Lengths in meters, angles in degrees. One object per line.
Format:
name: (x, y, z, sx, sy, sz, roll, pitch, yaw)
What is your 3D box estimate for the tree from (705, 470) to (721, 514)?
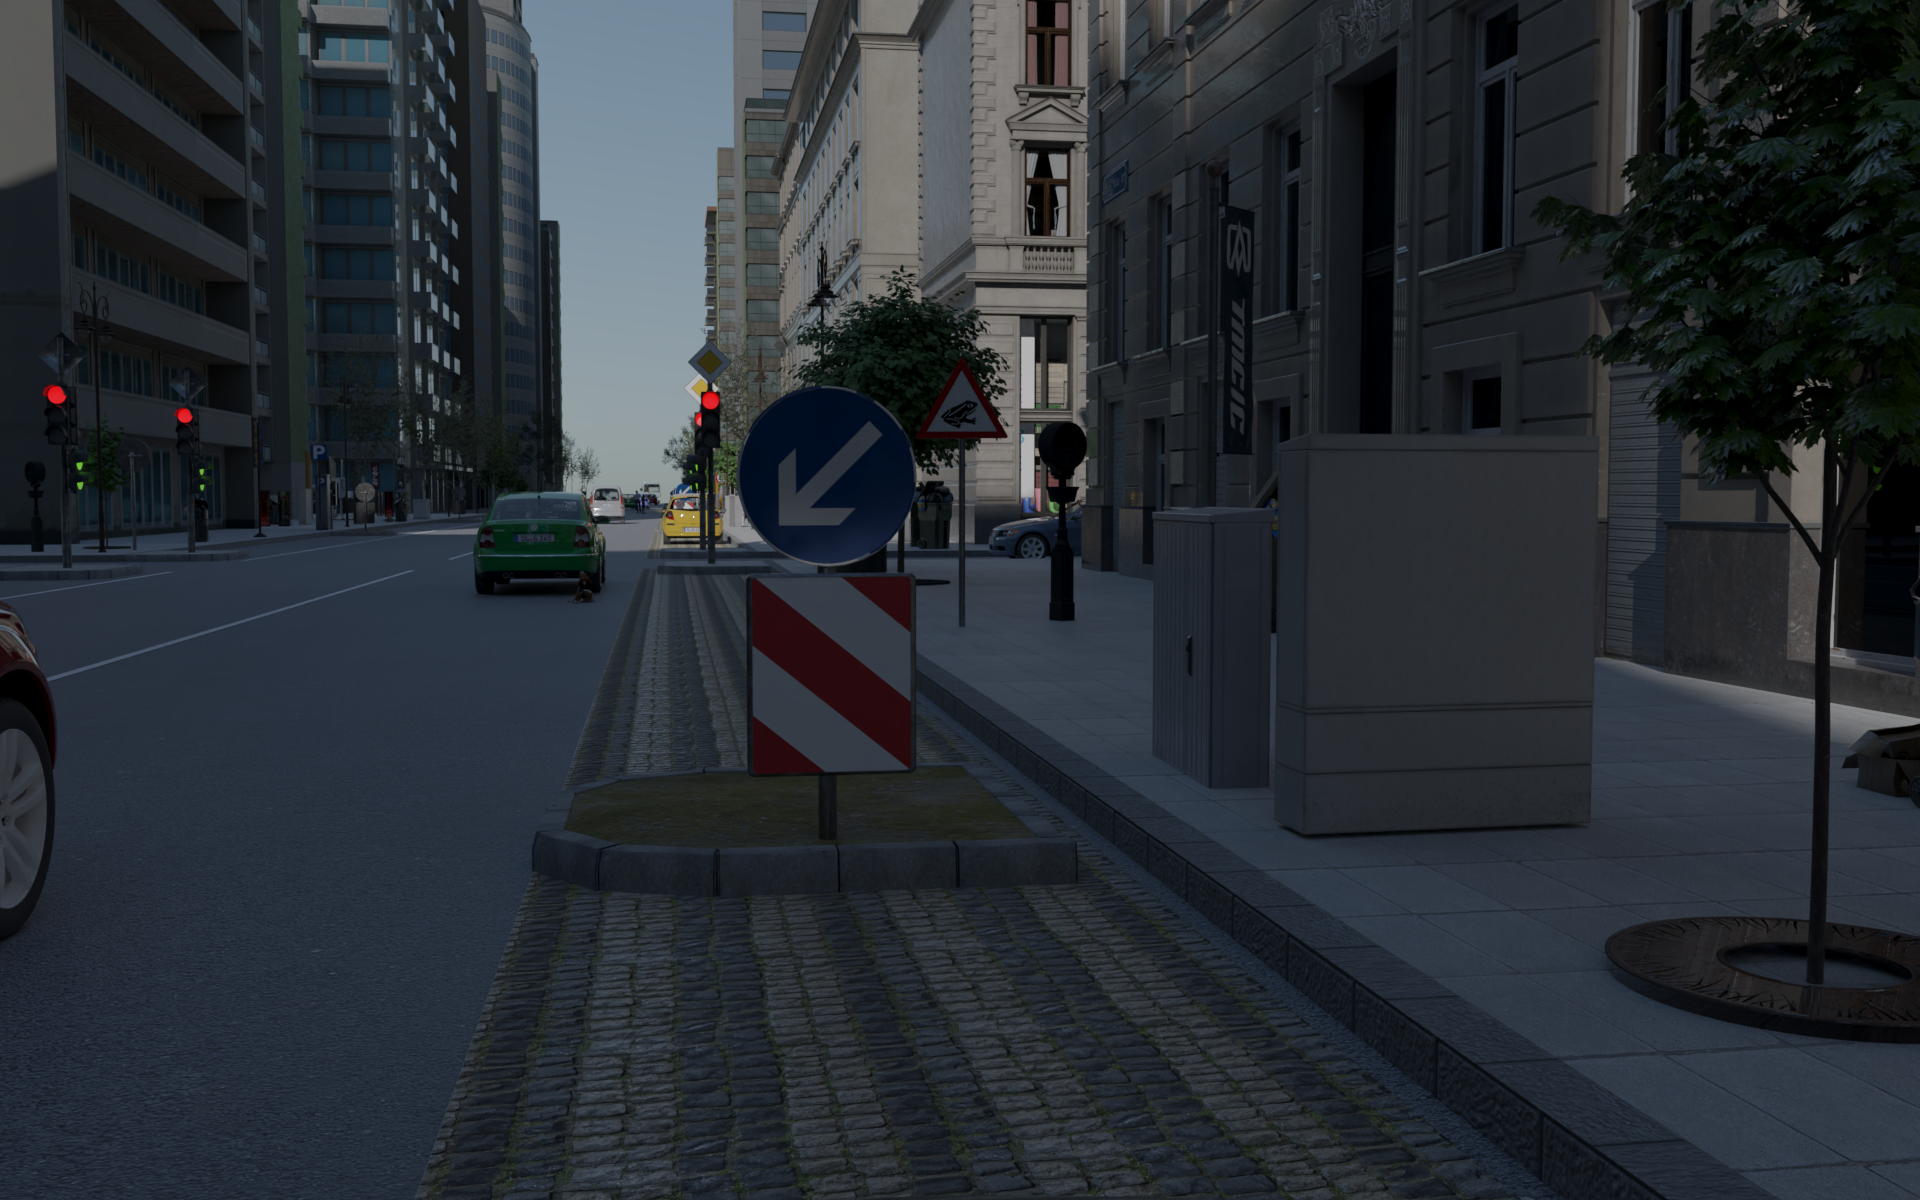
tree: (-15.865, -7.143, 111.395, 1.663, 3.219, 1.824, 0, 3, 0)

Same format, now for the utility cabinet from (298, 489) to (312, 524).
utility cabinet: (-27.587, -3.929, 72.915, 0.318, 1.500, 1.173, -1, 4, -10)

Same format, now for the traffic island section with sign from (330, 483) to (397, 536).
traffic island section with sign: (-20.571, -3.133, 59.857, 1.989, 1.847, 2.006, -1, 4, -10)

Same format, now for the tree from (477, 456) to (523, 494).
tree: (-35.296, -9.128, 132.959, 4.285, 4.588, 4.351, 0, 3, 0)

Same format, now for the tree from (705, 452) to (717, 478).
tree: (-11.380, -6.505, 90.063, 4.285, 4.588, 4.351, 0, 3, 0)

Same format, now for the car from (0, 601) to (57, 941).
car: (-3.820, 0.298, 3.808, 2.281, 1.827, 5.304, 0, 4, -8)

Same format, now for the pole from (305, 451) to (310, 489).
pole: (-30.893, -5.397, 82.082, 0.158, 3.312, 0.155, 0, 3, 0)

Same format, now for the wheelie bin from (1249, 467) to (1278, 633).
wheelie bin: (3.041, -0.509, 16.224, 0.693, 1.594, 0.980, 0, 4, 5)

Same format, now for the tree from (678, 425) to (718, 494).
tree: (-26.995, -14.006, 179.367, 4.737, 8.622, 4.395, 0, 3, 0)

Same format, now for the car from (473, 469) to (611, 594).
car: (-6.336, -1.076, 26.394, 1.959, 1.807, 4.718, -1, 4, -10)

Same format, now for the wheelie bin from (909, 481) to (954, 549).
wheelie bin: (-0.554, -1.997, 40.557, 0.693, 1.594, 0.980, 3, 4, 36)

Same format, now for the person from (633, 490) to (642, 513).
person: (-24.566, -7.489, 131.879, 0.756, 1.711, 0.436, -1, 4, -21)

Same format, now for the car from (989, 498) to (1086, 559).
car: (2.842, -1.488, 36.336, 4.499, 1.417, 2.014, 0, 4, -8)

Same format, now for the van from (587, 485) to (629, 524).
van: (-17.027, -4.686, 83.626, 2.013, 2.044, 4.112, -1, 4, -11)

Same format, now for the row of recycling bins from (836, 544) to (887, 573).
row of recycling bins: (-1.795, -1.347, 29.143, 1.069, 1.692, 3.534, -1, 4, -9)

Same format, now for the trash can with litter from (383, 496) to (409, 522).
trash can with litter: (-25.847, -4.156, 79.331, 1.055, 1.170, 0.624, -3, 4, -36)

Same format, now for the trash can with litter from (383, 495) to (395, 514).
trash can with litter: (-36.218, -6.041, 109.829, 2.233, 1.210, 1.678, -2, 4, -24)

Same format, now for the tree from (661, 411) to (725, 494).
tree: (-29.826, -15.991, 195.871, 8.767, 10.594, 7.601, 0, 4, 3)

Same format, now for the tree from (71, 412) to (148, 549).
tree: (-19.950, -2.820, 40.716, 1.663, 3.219, 1.824, 0, 3, 0)

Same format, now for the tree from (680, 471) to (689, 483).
tree: (-24.643, -11.357, 169.401, 4.285, 4.588, 4.351, 0, 3, 0)

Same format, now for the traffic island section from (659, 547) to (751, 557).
traffic island section: (-5.891, -1.075, 39.854, 2.009, 0.180, 2.903, -1, 4, -10)

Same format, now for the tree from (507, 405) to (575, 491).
tree: (-44.629, -15.206, 183.033, 8.767, 10.594, 7.601, 0, 4, -3)

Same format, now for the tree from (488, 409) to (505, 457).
tree: (-30.292, -9.503, 105.731, 4.360, 8.622, 3.978, 0, 3, 0)

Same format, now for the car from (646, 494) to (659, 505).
car: (-40.718, -13.397, 228.082, 2.155, 1.783, 4.494, 0, 4, -8)

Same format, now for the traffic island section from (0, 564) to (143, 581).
traffic island section: (-15.552, -0.481, 30.139, 2.009, 0.180, 2.903, -1, 4, -10)

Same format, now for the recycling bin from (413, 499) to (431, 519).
recycling bin: (-27.524, -4.649, 88.562, 0.722, 1.027, 0.722, 0, 4, -3)

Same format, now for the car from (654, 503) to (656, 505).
car: (-41.941, -13.578, 234.006, 2.014, 1.417, 4.499, -1, 4, -9)

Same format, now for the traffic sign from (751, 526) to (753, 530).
traffic sign: (-7.484, -3.806, 62.334, 0.768, 2.556, 0.104, 0, 4, -2)

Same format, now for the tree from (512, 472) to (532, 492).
tree: (-38.219, -9.561, 150.915, 1.663, 3.219, 1.824, 0, 3, 0)

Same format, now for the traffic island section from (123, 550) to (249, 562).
traffic island section: (-16.879, -0.962, 38.014, 2.009, 0.180, 2.903, -1, 4, -10)

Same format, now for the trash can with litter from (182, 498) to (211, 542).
trash can with litter: (-20.463, -2.146, 46.479, 0.624, 1.170, 1.055, -1, 4, -17)

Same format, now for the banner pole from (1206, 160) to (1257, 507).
banner pole: (2.051, -1.423, 13.278, 0.401, 3.779, 0.863, 3, 4, 38)

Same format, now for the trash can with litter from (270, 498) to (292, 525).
trash can with litter: (-28.477, -3.724, 72.279, 1.055, 1.170, 0.624, -2, 4, -31)

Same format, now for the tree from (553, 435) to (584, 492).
tree: (-48.127, -15.960, 211.300, 4.360, 8.622, 3.978, 0, 3, 0)

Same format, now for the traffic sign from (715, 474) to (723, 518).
traffic sign: (-12.887, -5.739, 93.931, 0.768, 2.556, 0.104, 0, 4, -6)

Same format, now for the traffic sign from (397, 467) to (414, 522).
traffic sign: (-25.719, -4.908, 80.348, 0.768, 2.556, 0.104, 0, 4, -5)

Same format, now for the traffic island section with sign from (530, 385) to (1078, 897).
traffic island section with sign: (-0.712, 0.094, 7.096, 1.989, 1.847, 2.006, -1, 4, -10)

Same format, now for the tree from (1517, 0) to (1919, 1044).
tree: (2.206, -0.594, 4.318, 1.663, 3.219, 1.824, 0, 3, 0)

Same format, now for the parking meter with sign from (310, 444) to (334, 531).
parking meter with sign: (-22.670, -4.000, 61.666, 0.543, 3.016, 1.738, -1, 4, -12)

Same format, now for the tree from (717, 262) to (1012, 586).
tree: (-0.936, -2.510, 24.745, 4.285, 4.588, 4.351, 0, 3, 0)

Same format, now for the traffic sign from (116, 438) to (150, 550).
traffic sign: (-18.886, -2.413, 39.564, 0.768, 2.556, 0.104, 0, 4, -2)

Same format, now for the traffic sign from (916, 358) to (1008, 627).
traffic sign: (0.018, -1.020, 16.686, 0.884, 2.594, 0.081, 0, 4, 0)

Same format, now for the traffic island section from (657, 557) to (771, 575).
traffic island section: (-4.564, -0.593, 31.980, 2.009, 0.180, 2.903, -1, 4, -10)

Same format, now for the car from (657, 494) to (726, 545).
car: (-7.769, -2.446, 50.222, 2.015, 1.641, 3.980, -1, 4, -10)

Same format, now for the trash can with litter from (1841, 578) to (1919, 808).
trash can with litter: (4.056, 0.260, 7.141, 0.624, 1.170, 1.055, 0, 4, -7)

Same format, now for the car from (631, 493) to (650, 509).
car: (-31.141, -9.729, 168.656, 1.945, 1.707, 3.694, 0, 4, -8)

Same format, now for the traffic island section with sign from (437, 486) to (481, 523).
traffic island section with sign: (-25.186, -4.804, 87.181, 1.989, 1.847, 2.006, -1, 4, -10)

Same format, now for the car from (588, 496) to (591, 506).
car: (-35.790, -9.831, 170.954, 2.015, 1.641, 3.980, -1, 4, -9)

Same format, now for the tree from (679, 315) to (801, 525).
tree: (-8.872, -7.398, 71.316, 4.360, 8.622, 3.978, 0, 3, 0)

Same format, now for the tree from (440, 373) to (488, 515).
tree: (-28.094, -8.611, 91.160, 4.360, 8.622, 3.978, 0, 3, 0)

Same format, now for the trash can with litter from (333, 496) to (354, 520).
trash can with litter: (-30.410, -4.520, 84.954, 2.233, 1.210, 1.678, -2, 4, -27)

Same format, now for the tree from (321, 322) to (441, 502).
tree: (-25.755, -7.633, 75.162, 4.360, 8.622, 3.978, 0, 3, 0)

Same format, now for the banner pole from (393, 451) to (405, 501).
banner pole: (-32.271, -6.699, 99.541, 0.863, 3.779, 0.401, 1, 4, 17)

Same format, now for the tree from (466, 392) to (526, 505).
tree: (-33.769, -10.741, 125.981, 4.737, 8.622, 4.395, 0, 3, 0)

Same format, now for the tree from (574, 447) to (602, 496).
tree: (-57.123, -19.243, 264.979, 4.737, 8.622, 4.395, 0, 3, 0)

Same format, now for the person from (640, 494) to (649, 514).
person: (-23.250, -7.066, 127.291, 0.557, 1.426, 1.065, -3, 5, -44)

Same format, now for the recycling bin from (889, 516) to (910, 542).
recycling bin: (-1.695, -2.077, 46.517, 0.722, 1.027, 0.722, 2, 4, 23)

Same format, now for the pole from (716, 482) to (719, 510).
pole: (-14.140, -6.544, 100.845, 0.158, 3.312, 0.155, 0, 3, 0)

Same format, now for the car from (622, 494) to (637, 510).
car: (-30.031, -9.042, 156.638, 1.959, 1.807, 4.718, -1, 4, -10)
